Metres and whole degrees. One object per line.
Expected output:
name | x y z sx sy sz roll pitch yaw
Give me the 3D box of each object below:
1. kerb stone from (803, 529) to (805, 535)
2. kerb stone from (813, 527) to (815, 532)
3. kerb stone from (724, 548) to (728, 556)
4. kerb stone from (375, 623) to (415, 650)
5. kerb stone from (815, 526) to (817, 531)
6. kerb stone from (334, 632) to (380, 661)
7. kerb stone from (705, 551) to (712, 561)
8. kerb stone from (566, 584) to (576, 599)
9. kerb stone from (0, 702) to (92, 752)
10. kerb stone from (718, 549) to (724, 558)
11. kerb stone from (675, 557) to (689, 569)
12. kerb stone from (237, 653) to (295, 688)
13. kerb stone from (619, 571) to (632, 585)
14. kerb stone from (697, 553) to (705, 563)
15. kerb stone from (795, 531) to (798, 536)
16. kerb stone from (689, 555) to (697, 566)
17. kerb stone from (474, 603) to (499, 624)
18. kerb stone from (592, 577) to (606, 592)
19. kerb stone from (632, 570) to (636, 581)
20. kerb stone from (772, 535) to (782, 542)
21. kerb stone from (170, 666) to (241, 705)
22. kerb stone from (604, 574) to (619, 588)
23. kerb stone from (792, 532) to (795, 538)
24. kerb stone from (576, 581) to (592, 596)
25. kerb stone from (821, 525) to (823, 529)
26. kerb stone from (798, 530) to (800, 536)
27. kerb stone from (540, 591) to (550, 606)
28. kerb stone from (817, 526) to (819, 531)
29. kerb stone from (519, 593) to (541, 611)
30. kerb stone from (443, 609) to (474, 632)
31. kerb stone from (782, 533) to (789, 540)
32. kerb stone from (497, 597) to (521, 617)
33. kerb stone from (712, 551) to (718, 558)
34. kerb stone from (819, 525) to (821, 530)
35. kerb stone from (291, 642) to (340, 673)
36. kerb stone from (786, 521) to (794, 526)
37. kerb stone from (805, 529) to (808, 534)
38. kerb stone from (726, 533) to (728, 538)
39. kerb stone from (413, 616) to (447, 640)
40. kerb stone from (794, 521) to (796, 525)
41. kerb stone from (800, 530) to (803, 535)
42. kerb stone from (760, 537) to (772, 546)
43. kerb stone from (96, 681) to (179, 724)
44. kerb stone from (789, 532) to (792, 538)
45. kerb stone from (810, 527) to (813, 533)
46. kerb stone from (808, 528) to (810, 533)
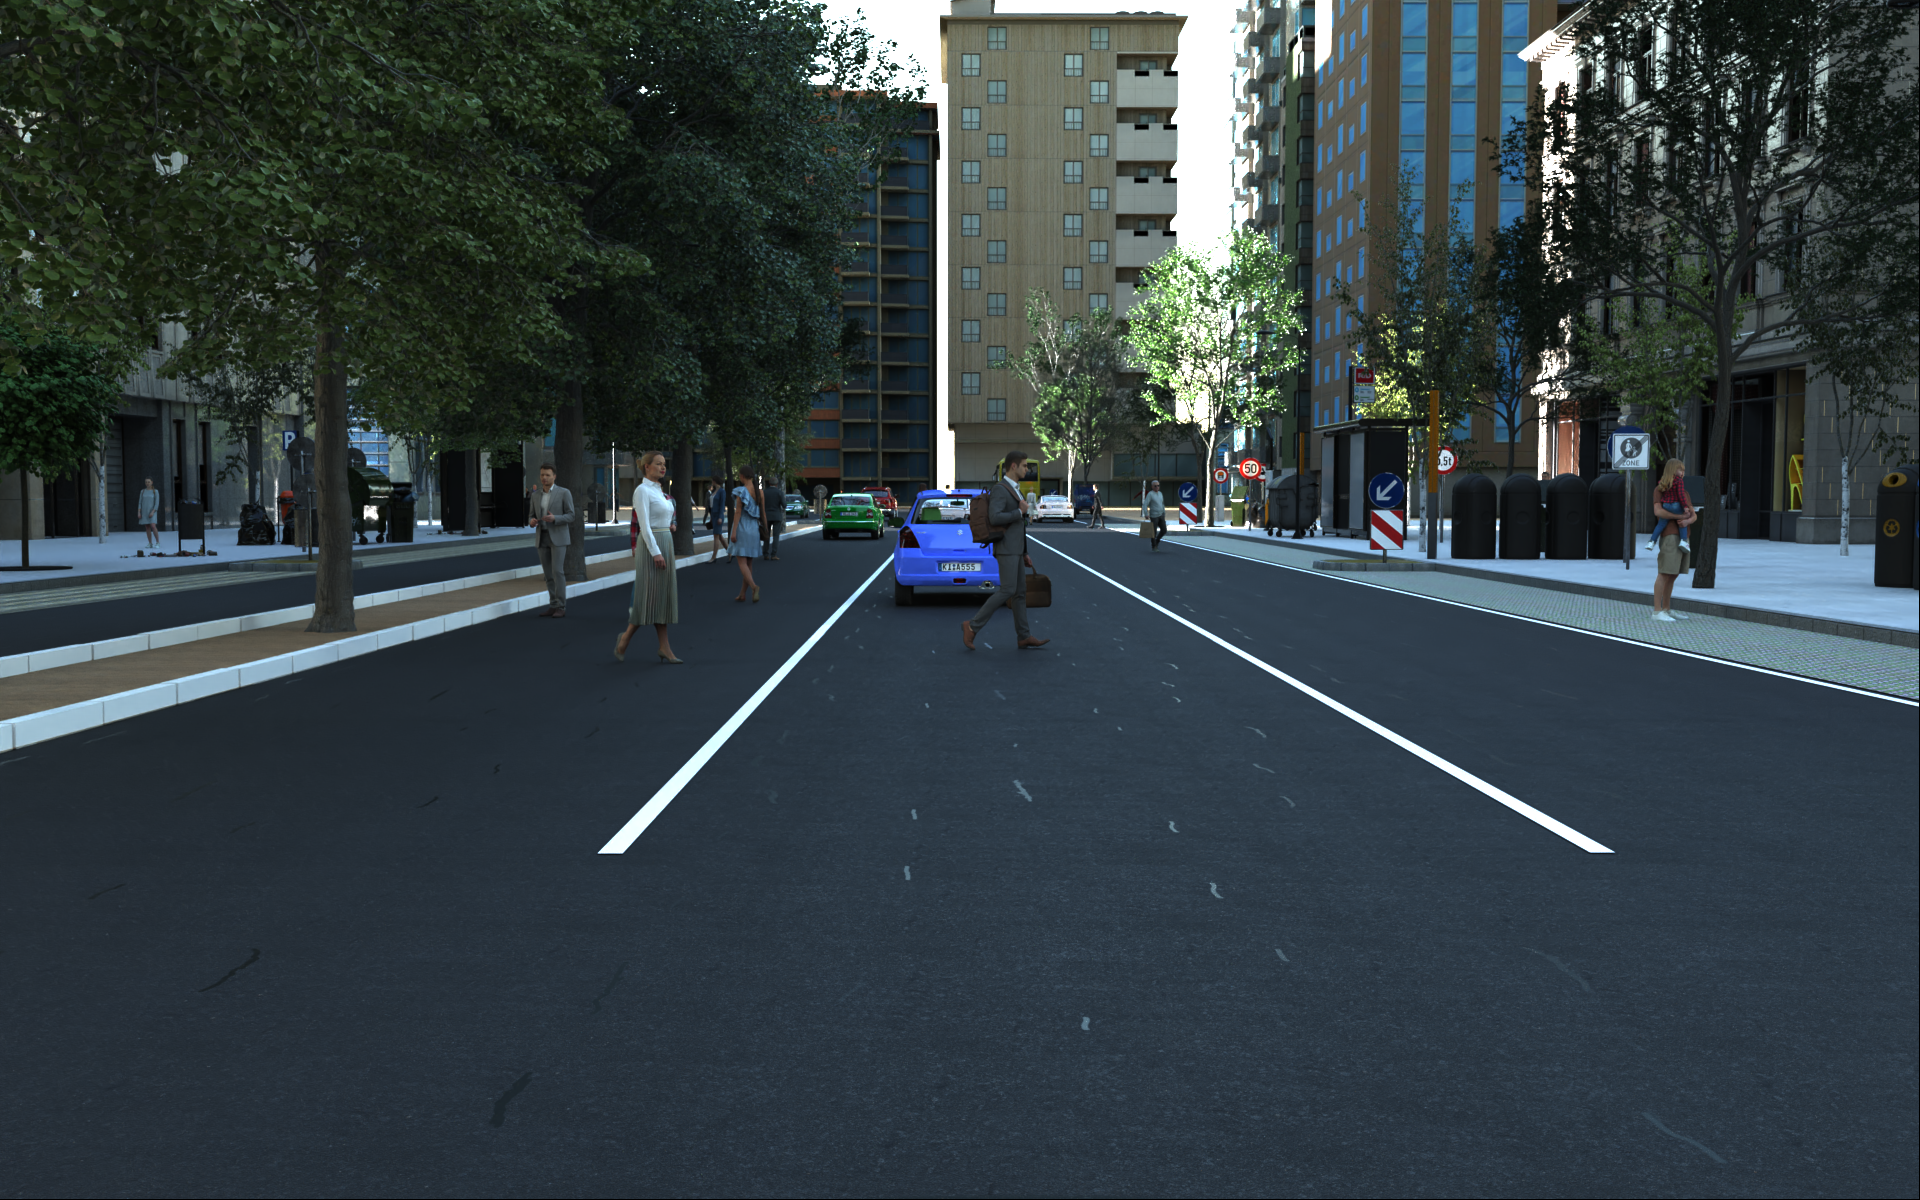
kerb stone | -5.591 -2.342 60.494 0.120 0.150 1.000 0 4 0
kerb stone | -5.609 -2.593 64.598 0.120 0.150 1.000 0 4 0
kerb stone | -5.500 -1.088 39.991 0.120 0.150 1.000 0 4 0
kerb stone | -5.396 0.356 16.373 0.120 0.150 1.000 0 4 0
kerb stone | -5.612 -2.651 65.620 0.120 0.150 1.000 0 4 0
kerb stone | -5.388 0.419 15.338 0.120 0.150 1.000 0 4 0
kerb stone | -5.477 -0.900 36.911 0.120 0.150 1.000 0 4 0
kerb stone | -5.425 -0.084 23.576 0.120 0.150 1.000 0 4 0
kerb stone | -5.362 0.734 10.221 0.120 0.150 1.000 0 4 0
kerb stone | -5.495 -1.026 38.966 0.120 0.150 1.000 0 4 0
kerb stone | -5.473 -0.705 33.833 0.120 0.150 1.000 0 4 0
kerb stone | -5.377 0.551 13.294 0.120 0.150 1.000 0 4 0
kerb stone | -5.440 -0.335 27.673 0.120 0.150 1.000 0 4 0
kerb stone | -5.478 -0.836 35.883 0.120 0.150 1.000 0 4 0
kerb stone | -5.576 -2.153 57.415 0.120 0.150 1.000 0 4 0
kerb stone | -5.470 -0.769 34.855 0.120 0.150 1.000 0 4 0
kerb stone | -5.402 0.170 19.473 0.120 0.150 1.000 0 4 0
kerb stone | -5.436 -0.200 25.624 0.120 0.150 1.000 0 4 0
kerb stone | -5.447 -0.398 28.695 0.120 0.150 1.000 0 4 0
kerb stone | -5.553 -1.841 52.293 0.120 0.150 1.000 0 4 0
kerb stone | -5.375 0.607 12.266 0.120 0.150 1.000 0 4 0
kerb stone | -5.436 -0.271 26.648 0.120 0.150 1.000 0 4 0
kerb stone | -5.571 -2.091 56.388 0.120 0.150 1.000 0 4 0
kerb stone | -5.426 -0.146 24.599 0.120 0.150 1.000 0 4 0
kerb stone | -5.622 -2.845 68.708 0.120 0.150 1.000 0 4 0
kerb stone | -5.589 -2.217 58.437 0.120 0.150 1.000 0 4 0
kerb stone | -5.417 -0.022 22.553 0.120 0.150 1.000 0 4 0
kerb stone | -5.615 -2.719 66.646 0.120 0.150 1.000 0 4 0
kerb stone | -5.415 0.041 21.525 0.120 0.150 1.000 0 4 0
kerb stone | -5.401 0.229 18.446 0.120 0.150 1.000 0 4 0
kerb stone | -5.558 -1.966 54.338 0.120 0.150 1.000 0 4 0
kerb stone | -5.416 0.104 20.503 0.120 0.150 1.000 0 4 0
kerb stone | -5.488 -0.963 37.940 0.120 0.150 1.000 0 4 0
kerb stone | -5.621 -2.779 67.668 0.120 0.150 1.000 0 4 0
kerb stone | -5.381 0.487 14.316 0.120 0.150 1.000 0 4 0
kerb stone | -7.781 -3.468 78.900 0.120 0.150 1.000 0 4 0
kerb stone | -5.595 -2.405 61.520 0.120 0.150 1.000 0 4 0
kerb stone | -7.677 -2.151 57.362 0.120 0.150 1.000 0 4 0
kerb stone | -5.393 0.293 17.405 0.120 0.150 1.000 0 4 0
kerb stone | -7.782 -3.523 79.923 0.120 0.150 1.000 0 4 0
kerb stone | -5.589 -2.279 59.465 0.120 0.150 1.000 0 4 0
kerb stone | -5.537 -1.653 49.215 0.120 0.150 1.000 0 4 0
kerb stone | -5.372 0.672 11.244 0.120 0.150 1.000 0 4 0
kerb stone | -5.570 -2.025 55.365 0.120 0.150 1.000 0 4 0
kerb stone | -5.604 -2.531 63.573 0.120 0.150 1.000 0 4 0
kerb stone | -5.602 -2.464 62.542 0.120 0.150 1.000 0 4 0
